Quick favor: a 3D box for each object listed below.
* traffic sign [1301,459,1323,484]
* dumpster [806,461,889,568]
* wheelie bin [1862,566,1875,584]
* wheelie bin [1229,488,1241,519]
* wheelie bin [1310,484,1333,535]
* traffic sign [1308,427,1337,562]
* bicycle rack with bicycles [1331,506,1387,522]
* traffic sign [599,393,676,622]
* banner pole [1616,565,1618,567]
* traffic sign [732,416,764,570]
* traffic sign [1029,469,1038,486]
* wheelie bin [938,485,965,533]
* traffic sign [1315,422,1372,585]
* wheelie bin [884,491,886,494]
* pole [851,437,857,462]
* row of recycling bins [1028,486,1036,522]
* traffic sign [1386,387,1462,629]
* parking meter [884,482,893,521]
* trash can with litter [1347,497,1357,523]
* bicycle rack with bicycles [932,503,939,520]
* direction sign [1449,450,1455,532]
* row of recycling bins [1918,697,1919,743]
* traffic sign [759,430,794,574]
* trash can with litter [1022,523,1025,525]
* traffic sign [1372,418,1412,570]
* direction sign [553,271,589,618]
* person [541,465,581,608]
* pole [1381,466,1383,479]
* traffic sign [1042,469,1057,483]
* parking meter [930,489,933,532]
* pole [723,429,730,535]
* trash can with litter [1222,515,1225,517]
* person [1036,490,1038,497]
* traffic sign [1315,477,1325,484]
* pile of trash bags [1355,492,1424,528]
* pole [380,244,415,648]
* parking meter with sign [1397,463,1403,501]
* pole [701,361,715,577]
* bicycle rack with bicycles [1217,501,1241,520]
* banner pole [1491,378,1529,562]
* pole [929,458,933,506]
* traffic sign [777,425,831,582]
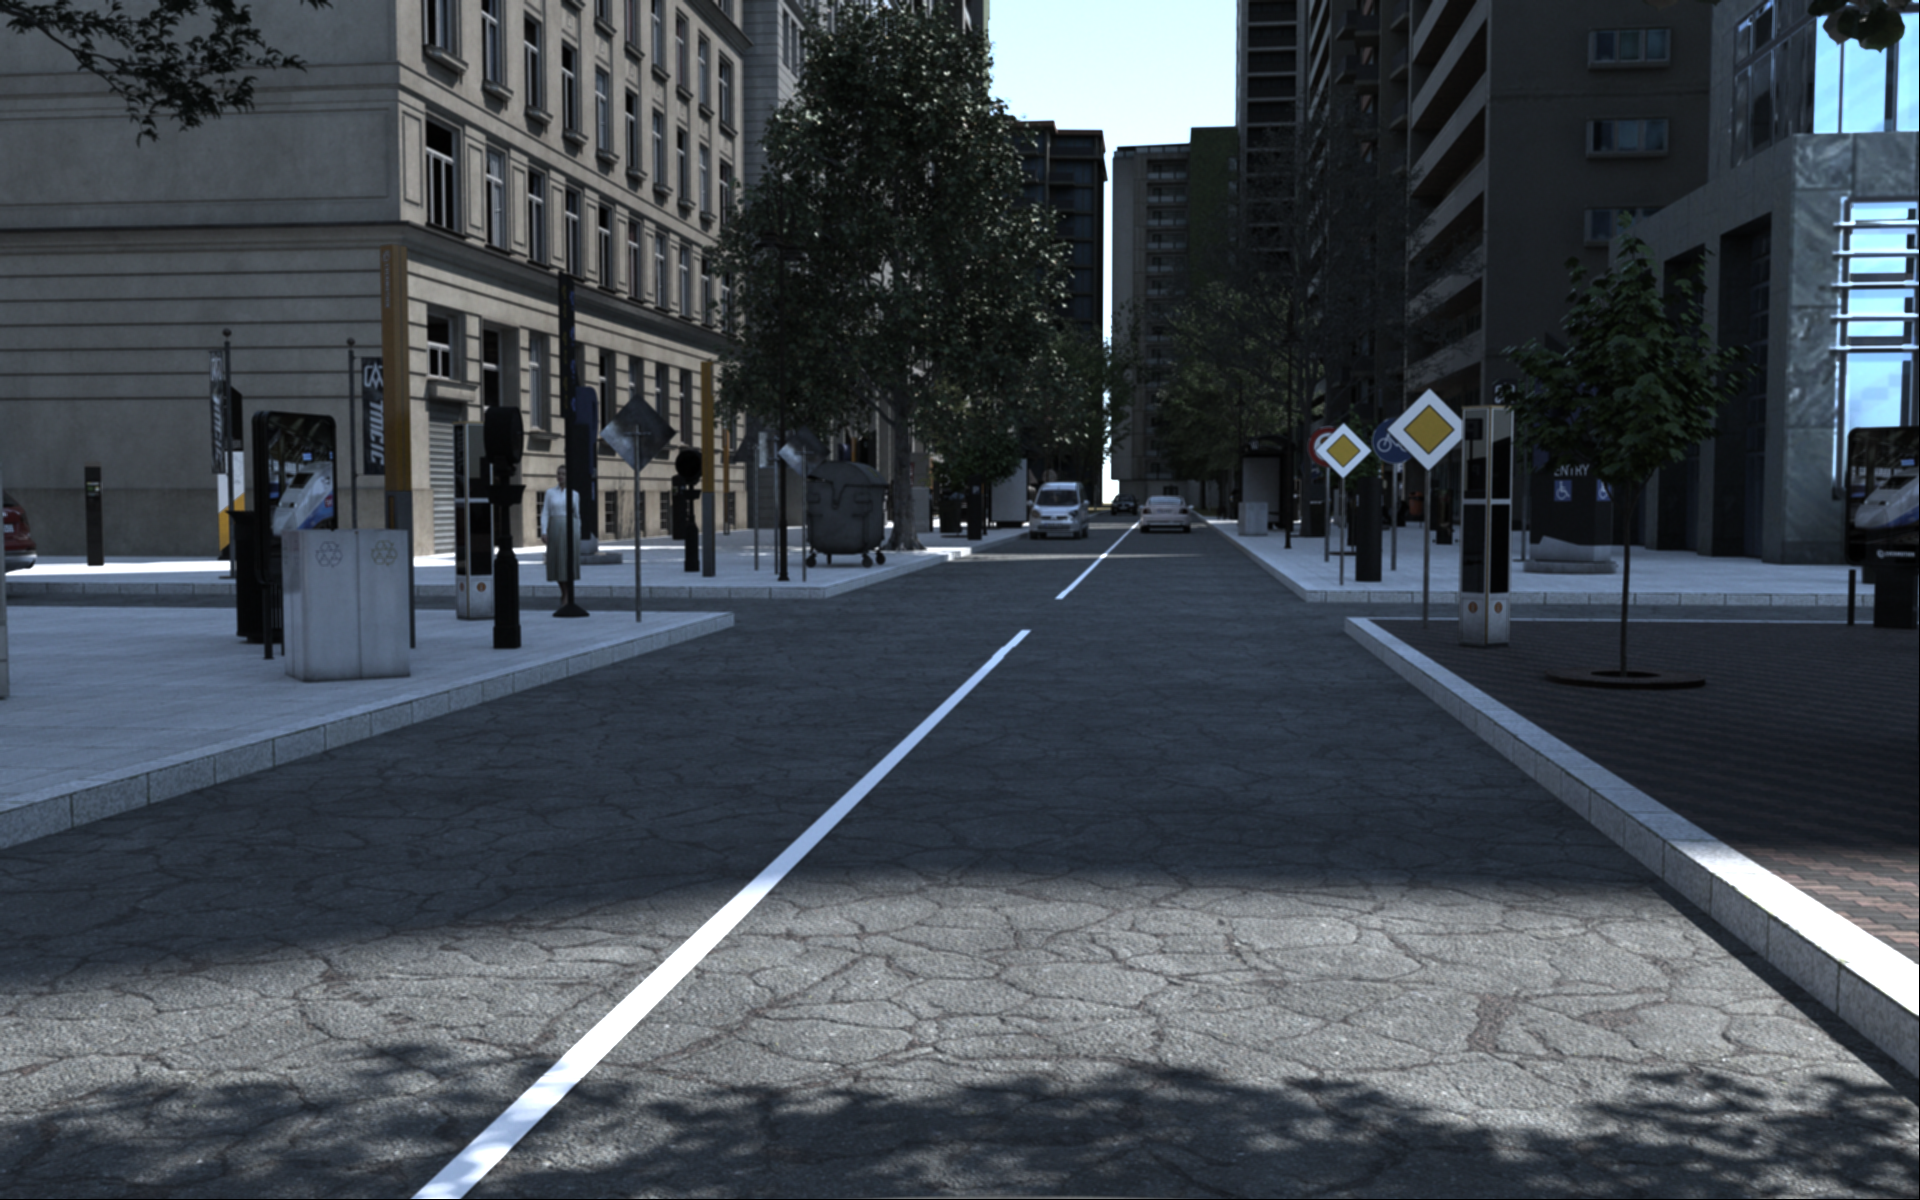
[{"bbox_3d":[11.977,-3.594,58.873,0.768,2.556,0.104,1,4,13],"label":"traffic sign"},{"bbox_3d":[-2.033,-1.531,30.797,1.264,1.857,1.865,0,4,7],"label":"dumpster"},{"bbox_3d":[13.227,-1.029,24.737,0.693,1.594,0.980,3,5,45],"label":"wheelie bin"},{"bbox_3d":[14.104,-4.889,87.845,0.693,1.594,0.980,3,5,43],"label":"wheelie bin"},{"bbox_3d":[11.149,-2.811,53.872,0.980,1.594,0.693,3,4,37],"label":"wheelie bin"},{"bbox_3d":[6.963,-2.000,32.801,0.768,2.556,0.104,0,4,8],"label":"traffic sign"},{"bbox_3d":[18.271,-3.977,78.411,2.925,0.926,2.852,1,4,18],"label":"bicycle rack with bicycles"},{"bbox_3d":[-3.221,-0.836,17.311,0.795,2.450,0.064,0,4,7],"label":"traffic sign"},{"bbox_3d":[11.610,-2.469,30.378,0.863,3.779,0.401,3,5,40],"label":"banner pole"},{"bbox_3d":[-3.419,-1.776,29.040,0.884,2.594,0.081,1,4,15],"label":"traffic sign"},{"bbox_3d":[3.541,-5.397,88.248,0.884,2.594,0.081,1,4,10],"label":"traffic sign"},{"bbox_3d":[-0.301,-3.009,57.106,0.980,1.594,0.693,2,4,23],"label":"wheelie bin"},{"bbox_3d":[5.367,-1.264,24.307,0.795,2.450,0.064,0,4,7],"label":"traffic sign"},{"bbox_3d":[-3.719,-4.218,76.876,0.693,1.594,0.980,-3,5,-41],"label":"wheelie bin"},{"bbox_3d":[-3.812,-4.196,62.446,0.158,3.312,0.155,0,3,0],"label":"pole"},{"bbox_3d":[3.069,-4.556,81.607,1.069,1.692,3.534,0,4,5],"label":"row of recycling bins"},{"bbox_3d":[4.416,-0.779,16.378,0.795,2.450,0.064,0,4,7],"label":"traffic sign"},{"bbox_3d":[-3.397,-4.685,82.308,0.399,1.863,0.255,3,4,37],"label":"parking meter"},{"bbox_3d":[17.387,-3.971,76.316,0.624,1.170,1.055,-1,4,-14],"label":"trash can with litter"},{"bbox_3d":[-1.839,-4.410,85.490,2.925,0.926,2.852,-1,4,-17],"label":"bicycle rack with bicycles"},{"bbox_3d":[16.708,-4.099,59.018,0.379,3.537,0.876,1,4,20],"label":"direction sign"},{"bbox_3d":[5.399,-0.005,7.200,1.069,1.692,3.534,0,4,-6],"label":"row of recycling bins"},{"bbox_3d":[-2.931,-1.559,27.625,0.606,2.300,0.079,1,4,16],"label":"traffic sign"},{"bbox_3d":[2.252,-3.674,71.451,0.624,1.170,1.055,-3,5,-43],"label":"trash can with litter"},{"bbox_3d":[7.287,-1.769,29.031,0.768,2.556,0.104,1,4,14],"label":"traffic sign"},{"bbox_3d":[-4.083,-1.595,18.071,0.379,3.537,0.876,0,4,-4],"label":"direction sign"},{"bbox_3d":[-5.017,-0.804,21.876,0.478,1.798,0.641,0,4,-1],"label":"person"},{"bbox_3d":[23.491,-6.283,96.563,0.158,3.312,0.155,0,3,0],"label":"pole"},{"bbox_3d":[4.609,-5.451,89.225,0.768,2.556,0.104,0,4,8],"label":"traffic sign"},{"bbox_3d":[-1.102,-3.074,58.670,0.372,1.533,0.369,0,3,0],"label":"parking meter"},{"bbox_3d":[-7.330,-3.699,54.330,0.158,3.312,0.155,0,3,0],"label":"pole"},{"bbox_3d":[15.148,-5.132,94.966,1.678,1.210,2.233,-3,5,-43],"label":"trash can with litter"},{"bbox_3d":[8.163,-10.576,181.517,0.705,1.812,1.348,-1,4,-10],"label":"person"},{"bbox_3d":[12.773,-3.801,62.146,0.884,2.594,0.081,1,4,12],"label":"traffic sign"},{"bbox_3d":[16.820,-3.539,67.610,1.912,1.369,3.447,-2,4,-29],"label":"pile of trash bags"},{"bbox_3d":[-4.647,-1.252,14.311,0.158,3.312,0.155,0,3,0],"label":"pole"},{"bbox_3d":[24.577,-6.128,96.460,0.543,3.016,1.738,1,4,12],"label":"parking meter with sign"},{"bbox_3d":[-3.893,-2.014,26.767,0.158,3.312,0.155,0,3,0],"label":"pole"},{"bbox_3d":[14.100,-4.438,85.936,2.852,0.926,2.925,0,4,-1],"label":"bicycle rack with bicycles"},{"bbox_3d":[10.525,-2.628,32.990,0.863,3.779,0.401,2,4,25],"label":"banner pole"},{"bbox_3d":[-1.626,-6.334,97.397,0.158,3.312,0.155,0,3,0],"label":"pole"},{"bbox_3d":[-2.270,-1.321,25.240,0.795,2.450,0.064,0,4,7],"label":"traffic sign"}]
